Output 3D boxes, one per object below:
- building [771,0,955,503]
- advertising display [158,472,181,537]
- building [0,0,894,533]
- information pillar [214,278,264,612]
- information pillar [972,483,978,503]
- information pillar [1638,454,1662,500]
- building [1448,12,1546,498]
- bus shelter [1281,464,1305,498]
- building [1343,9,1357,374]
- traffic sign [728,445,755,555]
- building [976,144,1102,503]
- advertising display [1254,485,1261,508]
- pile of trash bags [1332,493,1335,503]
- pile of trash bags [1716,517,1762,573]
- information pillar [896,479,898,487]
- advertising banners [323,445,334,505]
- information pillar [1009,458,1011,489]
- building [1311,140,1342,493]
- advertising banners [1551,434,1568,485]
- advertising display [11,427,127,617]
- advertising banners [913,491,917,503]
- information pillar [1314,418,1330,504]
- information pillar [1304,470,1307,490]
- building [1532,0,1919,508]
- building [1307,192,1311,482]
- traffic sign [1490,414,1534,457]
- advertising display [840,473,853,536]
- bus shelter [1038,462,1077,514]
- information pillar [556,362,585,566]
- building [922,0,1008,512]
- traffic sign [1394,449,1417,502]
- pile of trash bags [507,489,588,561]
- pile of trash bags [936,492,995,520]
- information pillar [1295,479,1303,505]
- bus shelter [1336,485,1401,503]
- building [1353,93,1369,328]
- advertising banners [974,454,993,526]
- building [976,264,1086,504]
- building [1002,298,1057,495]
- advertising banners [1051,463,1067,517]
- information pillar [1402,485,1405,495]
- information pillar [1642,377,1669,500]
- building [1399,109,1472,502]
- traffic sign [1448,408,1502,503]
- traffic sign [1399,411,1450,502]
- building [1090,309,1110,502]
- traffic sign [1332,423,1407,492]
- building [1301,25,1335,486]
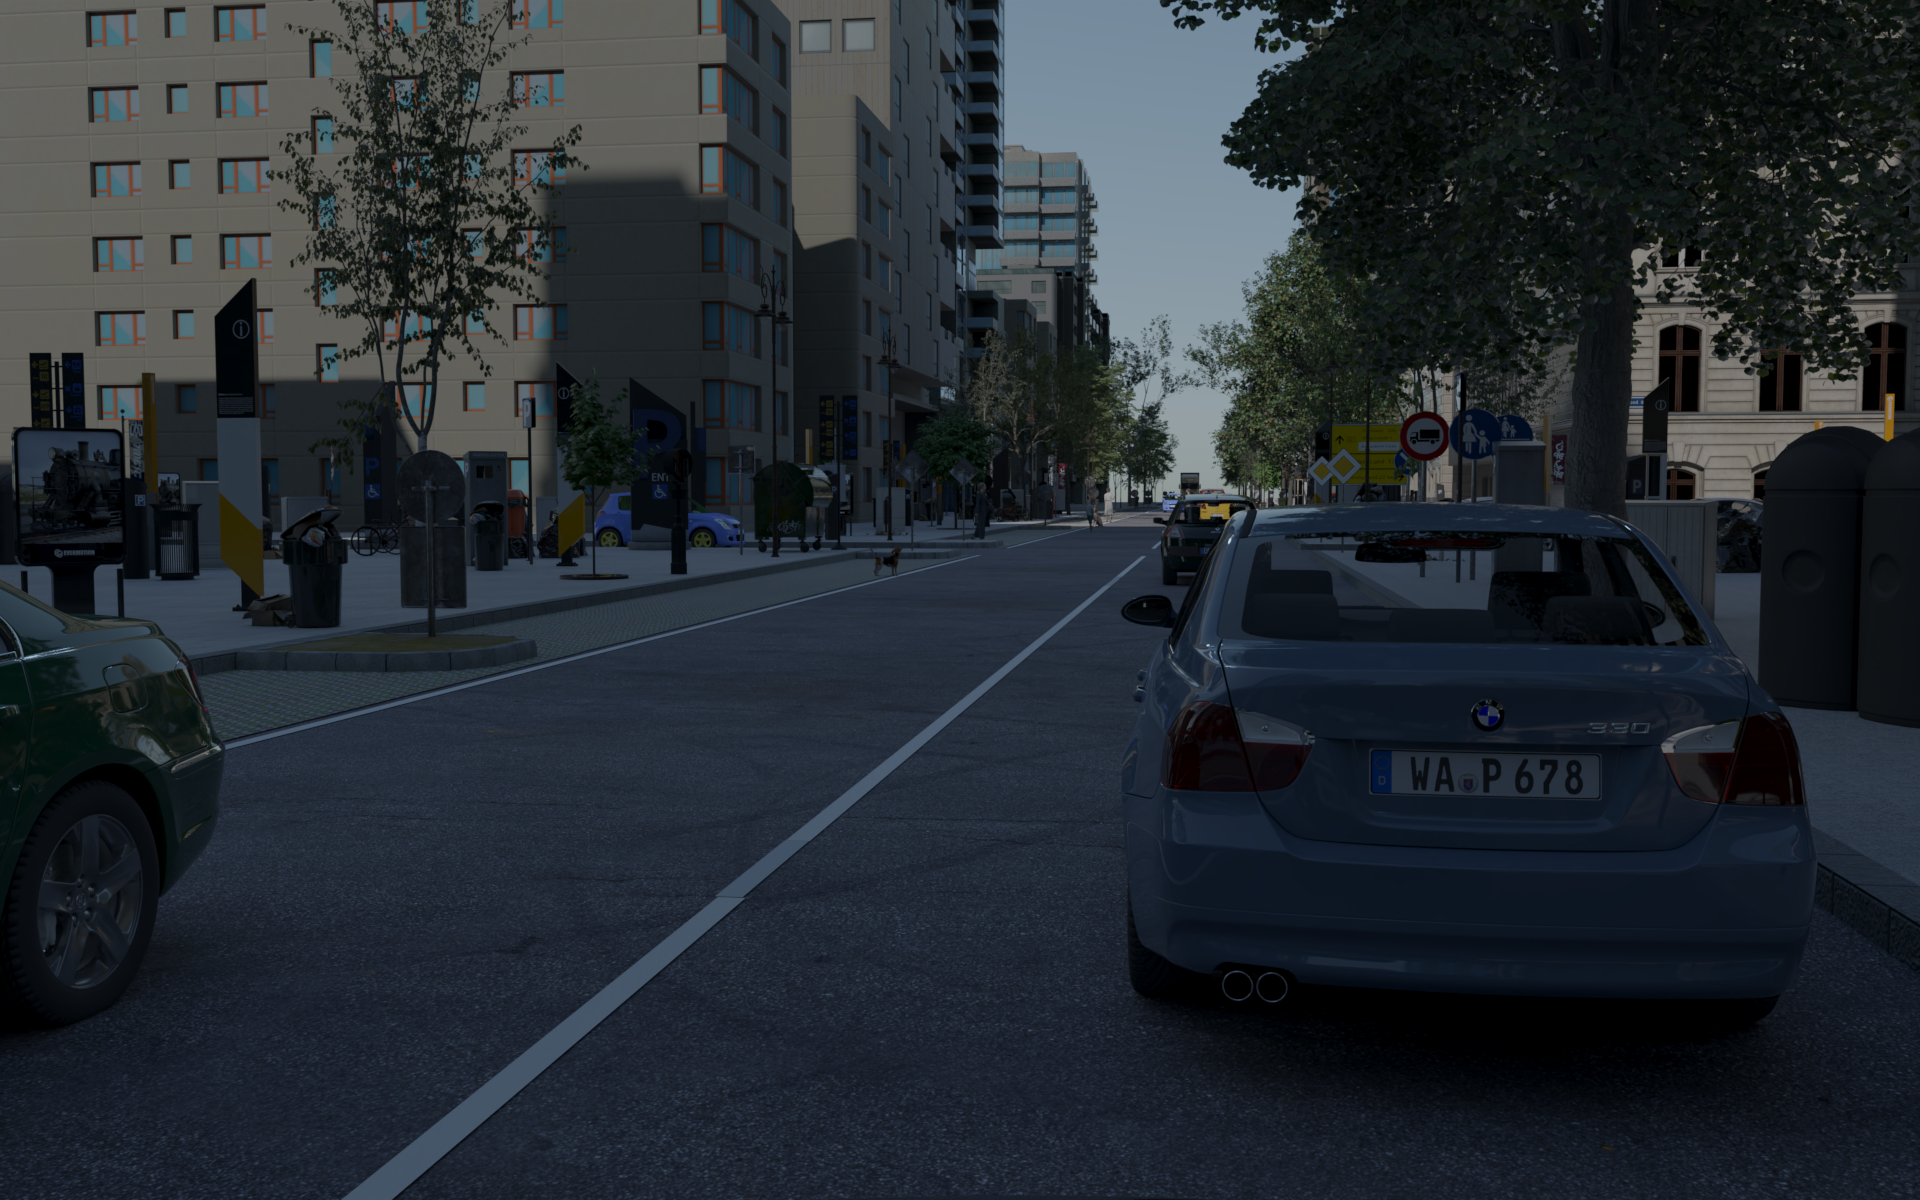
[{"bbox_3d":[-15.183,-31.824,109.557,28.713,52.752,27.495,1,4,8],"label":"building"},{"bbox_3d":[-23.584,-2.822,51.361,0.123,1.923,0.974,2,4,33],"label":"advertising display"},{"bbox_3d":[-18.980,-13.864,71.718,27.650,21.520,28.899,1,4,8],"label":"building"},{"bbox_3d":[-7.854,-1.685,18.902,0.504,3.616,0.183,1,4,12],"label":"information pillar"},{"bbox_3d":[0.943,-6.431,109.640,0.304,2.012,0.304,-3,5,-44],"label":"information pillar"},{"bbox_3d":[12.657,-1.672,31.824,0.304,2.012,0.304,-1,4,-11],"label":"information pillar"},{"bbox_3d":[31.690,-17.562,80.646,14.314,27.812,24.014,1,4,8],"label":"building"},{"bbox_3d":[21.521,-7.435,112.840,1.731,3.624,6.357,1,4,8],"label":"bus shelter"},{"bbox_3d":[48.231,-38.375,169.435,21.231,58.520,28.212,1,4,8],"label":"building"},{"bbox_3d":[-4.597,-2.095,36.380,0.606,2.300,0.079,1,4,16],"label":"traffic sign"},{"bbox_3d":[7.829,-38.200,244.177,23.786,49.044,30.456,1,4,8],"label":"building"},{"bbox_3d":[20.421,-6.955,118.927,0.123,1.923,0.974,-1,4,-10],"label":"advertising display"},{"bbox_3d":[26.005,-6.387,114.171,3.447,1.369,1.912,-1,4,-12],"label":"pile of trash bags"},{"bbox_3d":[13.844,-1.149,28.544,3.447,1.369,1.912,1,4,15],"label":"pile of trash bags"},{"bbox_3d":[-2.925,-4.763,82.362,0.304,2.012,0.304,1,4,16],"label":"information pillar"},{"bbox_3d":[-20.574,-3.687,56.465,0.090,3.025,2.074,-2,4,-27],"label":"advertising banners"},{"bbox_3d":[3.228,-7.404,112.408,0.183,3.616,0.504,1,4,8],"label":"information pillar"},{"bbox_3d":[51.185,-34.665,216.880,14.600,45.320,14.200,1,4,8],"label":"building"},{"bbox_3d":[18.209,-3.325,50.544,2.074,3.025,0.090,3,4,38],"label":"advertising banners"},{"bbox_3d":[-8.649,-0.712,16.850,0.974,1.923,0.123,-3,4,-39],"label":"advertising display"},{"bbox_3d":[-2.459,-5.800,91.025,2.074,3.025,0.090,1,4,18],"label":"advertising banners"},{"bbox_3d":[11.192,-3.799,53.468,0.504,3.616,0.183,-1,4,-17],"label":"information pillar"},{"bbox_3d":[23.788,-7.850,119.703,0.183,3.616,0.504,-2,4,-27],"label":"information pillar"},{"bbox_3d":[37.596,-14.488,55.970,34.723,24.649,14.460,1,4,8],"label":"building"},{"bbox_3d":[59.268,-37.853,238.497,23.786,49.044,30.456,1,4,8],"label":"building"},{"bbox_3d":[8.727,-1.684,27.636,0.768,2.556,0.104,1,4,12],"label":"traffic sign"},{"bbox_3d":[-3.658,-2.937,53.241,0.974,1.923,0.123,3,5,41],"label":"advertising display"},{"bbox_3d":[6.362,-7.270,112.787,2.014,3.302,5.546,1,4,9],"label":"bus shelter"},{"bbox_3d":[-6.904,-2.404,30.662,0.504,3.616,0.183,1,4,10],"label":"information pillar"},{"bbox_3d":[-7.072,-50.476,137.948,22.319,86.520,31.000,1,4,8],"label":"building"},{"bbox_3d":[12.052,-2.843,46.591,0.768,2.556,0.104,1,4,11],"label":"traffic sign"},{"bbox_3d":[-8.559,-1.519,34.590,1.912,1.369,3.447,0,4,-2],"label":"pile of trash bags"},{"bbox_3d":[0.171,-4.753,87.466,3.447,1.369,1.912,1,4,14],"label":"pile of trash bags"},{"bbox_3d":[16.786,-4.975,85.828,0.304,2.012,0.304,-1,4,-19],"label":"information pillar"},{"bbox_3d":[12.592,-3.646,53.531,2.014,3.302,5.546,1,4,8],"label":"bus shelter"},{"bbox_3d":[41.031,-28.502,149.606,14.154,41.232,14.086,1,4,8],"label":"building"},{"bbox_3d":[1.004,-4.559,70.727,0.090,3.025,2.074,2,4,24],"label":"advertising banners"},{"bbox_3d":[8.614,-27.550,222.140,14.160,30.474,14.107,1,4,8],"label":"building"},{"bbox_3d":[-5.621,-19.872,169.941,27.650,21.520,28.899,1,4,8],"label":"building"},{"bbox_3d":[5.066,-6.234,98.112,2.074,3.025,0.090,-1,4,-9],"label":"advertising banners"},{"bbox_3d":[21.993,-5.781,85.876,0.183,3.616,0.504,0,4,3],"label":"information pillar"},{"bbox_3d":[14.003,-2.663,34.897,0.504,3.616,0.183,1,4,8],"label":"information pillar"},{"bbox_3d":[33.769,-18.844,105.356,12.463,27.353,25.104,1,4,8],"label":"building"},{"bbox_3d":[7.654,-1.571,25.791,0.768,2.556,0.104,1,4,13],"label":"traffic sign"},{"bbox_3d":[7.146,-1.625,26.681,0.768,2.556,0.104,1,4,11],"label":"traffic sign"},{"bbox_3d":[15.590,-30.281,266.797,14.160,30.474,14.107,1,4,8],"label":"building"},{"bbox_3d":[11.852,-3.439,50.098,2.265,3.308,0.079,1,4,18],"label":"traffic sign"},{"bbox_3d":[60.803,-50.488,263.728,20.563,71.187,20.611,1,4,8],"label":"building"}]
